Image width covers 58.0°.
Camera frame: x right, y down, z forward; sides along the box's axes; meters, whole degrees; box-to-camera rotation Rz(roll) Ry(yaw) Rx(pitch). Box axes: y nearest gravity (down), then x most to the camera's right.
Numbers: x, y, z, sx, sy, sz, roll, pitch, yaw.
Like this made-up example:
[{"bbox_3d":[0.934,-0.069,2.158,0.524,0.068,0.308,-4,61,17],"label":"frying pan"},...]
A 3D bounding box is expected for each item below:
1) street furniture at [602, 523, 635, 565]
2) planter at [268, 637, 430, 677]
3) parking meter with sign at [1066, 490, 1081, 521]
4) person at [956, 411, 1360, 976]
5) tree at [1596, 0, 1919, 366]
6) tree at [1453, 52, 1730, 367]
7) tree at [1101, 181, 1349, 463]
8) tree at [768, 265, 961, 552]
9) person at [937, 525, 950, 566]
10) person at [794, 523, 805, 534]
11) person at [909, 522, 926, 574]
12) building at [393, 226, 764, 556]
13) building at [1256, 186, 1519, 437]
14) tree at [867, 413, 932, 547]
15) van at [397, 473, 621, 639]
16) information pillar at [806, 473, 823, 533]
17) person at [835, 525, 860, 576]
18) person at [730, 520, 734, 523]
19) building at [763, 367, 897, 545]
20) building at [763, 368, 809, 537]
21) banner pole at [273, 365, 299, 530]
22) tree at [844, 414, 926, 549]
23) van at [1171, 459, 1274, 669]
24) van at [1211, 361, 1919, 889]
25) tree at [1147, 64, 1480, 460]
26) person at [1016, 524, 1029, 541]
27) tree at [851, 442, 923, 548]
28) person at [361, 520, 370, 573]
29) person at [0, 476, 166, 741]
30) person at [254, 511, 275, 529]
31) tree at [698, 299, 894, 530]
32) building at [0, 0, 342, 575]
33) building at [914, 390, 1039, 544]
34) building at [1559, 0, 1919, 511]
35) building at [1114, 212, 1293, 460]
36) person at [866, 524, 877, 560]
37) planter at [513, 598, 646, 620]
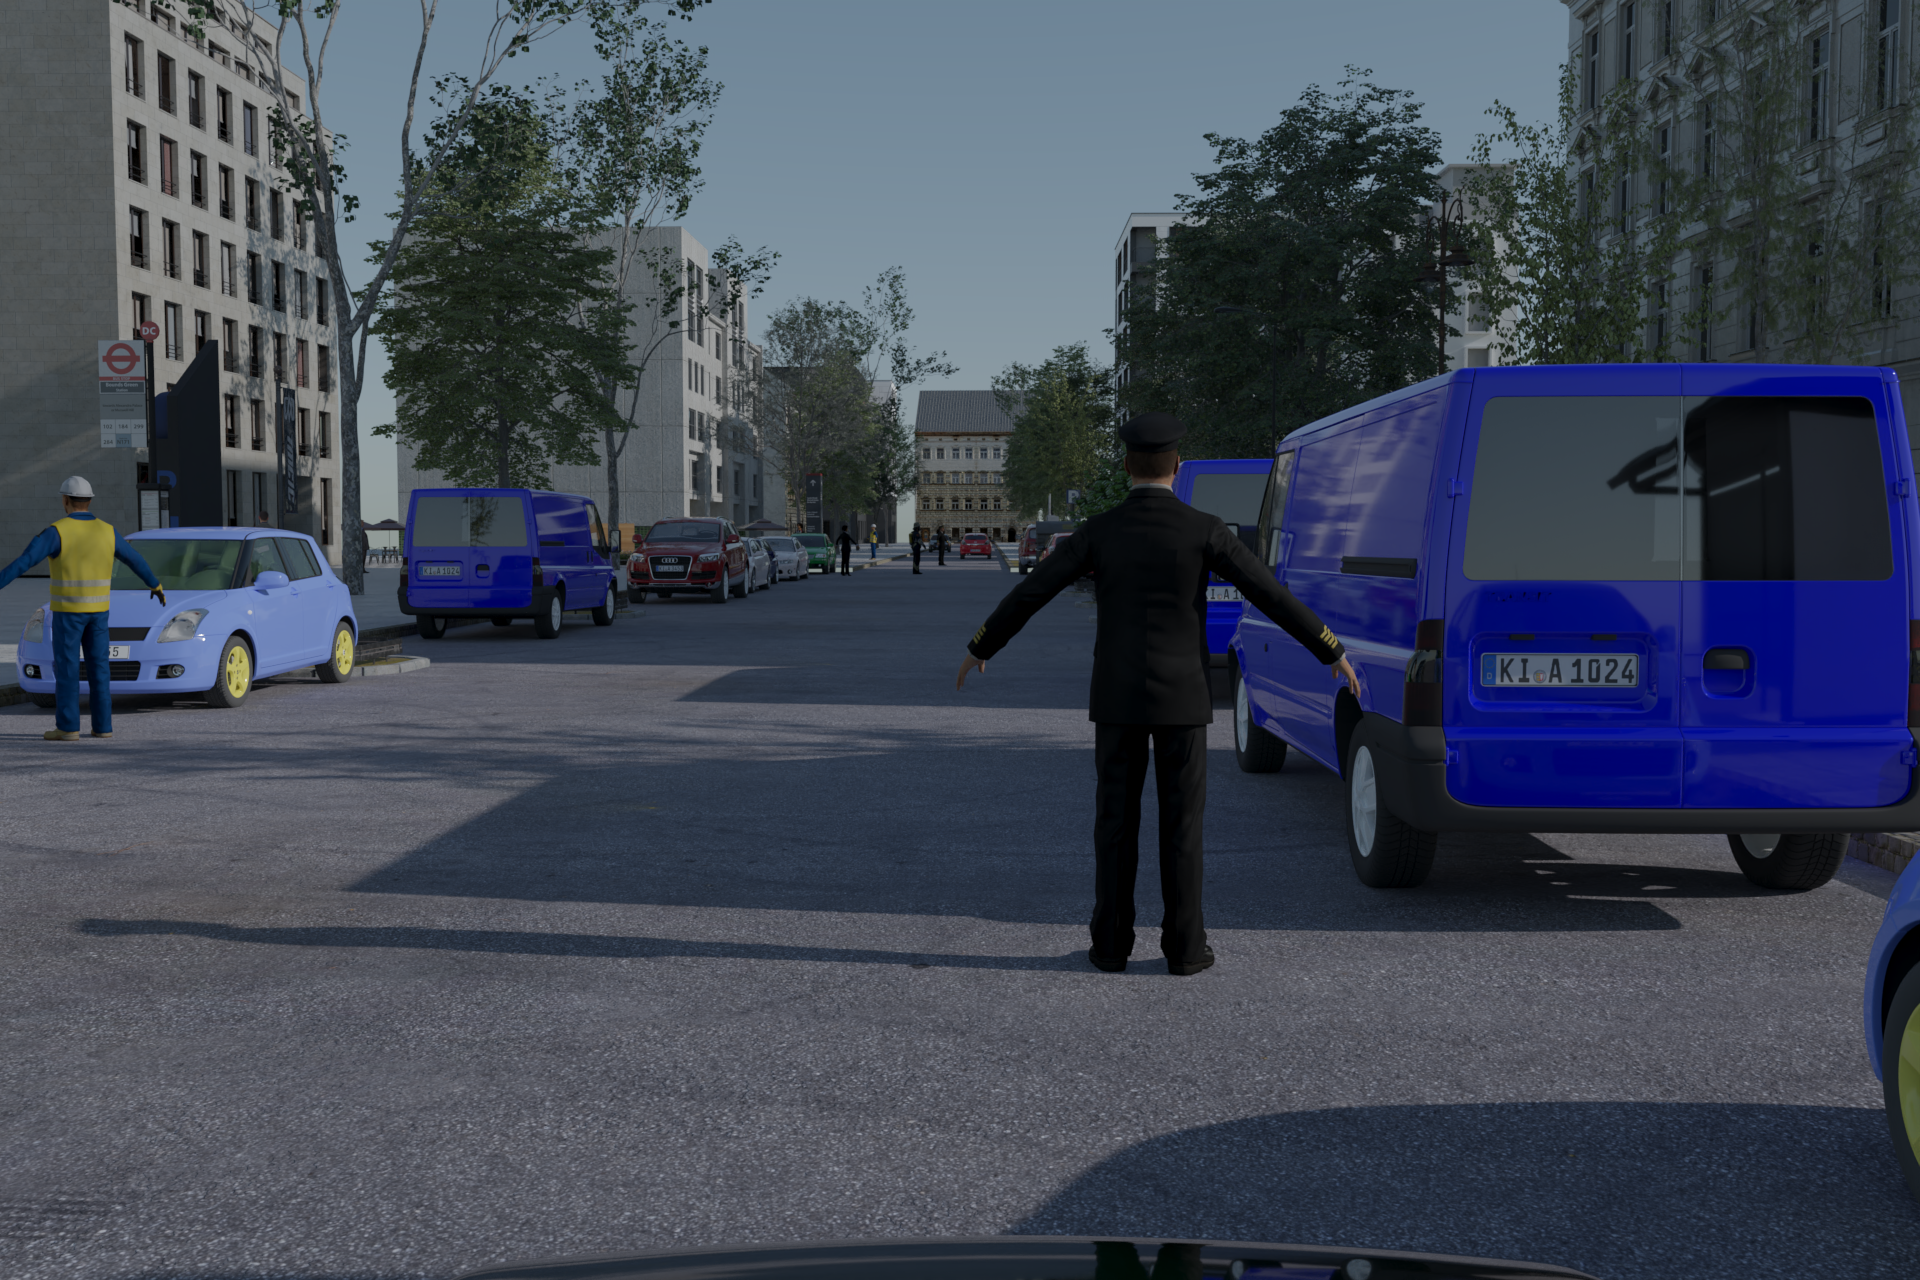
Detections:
[{"bbox_3d":[-15.257,-4.022,72.610,11.010,1.723,9.812,-2,4,-30],"label":"street furniture"},{"bbox_3d":[-6.747,0.174,18.299,1.991,0.319,1.994,0,4,2],"label":"planter"},{"bbox_3d":[4.449,-4.344,67.281,0.543,3.016,1.738,0,3,0],"label":"parking meter with sign"},{"bbox_3d":[0.632,0.164,5.711,1.347,1.837,0.705,1,4,11],"label":"person"},{"bbox_3d":[8.821,-4.216,19.299,4.360,8.622,3.978,0,3,0],"label":"tree"},{"bbox_3d":[9.697,-4.726,27.635,4.737,8.622,4.395,0,3,0],"label":"tree"},{"bbox_3d":[9.828,-9.653,64.482,9.857,13.997,8.962,0,3,0],"label":"tree"},{"bbox_3d":[-6.807,-16.274,121.962,12.611,20.169,13.585,0,3,0],"label":"tree"},{"bbox_3d":[-0.812,-4.306,78.803,0.705,1.837,1.347,1,4,22],"label":"person"},{"bbox_3d":[-7.858,-4.801,84.647,1.345,1.843,0.704,2,4,33],"label":"person"},{"bbox_3d":[-1.520,-3.266,61.634,0.705,1.856,1.354,-1,4,-20],"label":"person"},{"bbox_3d":[-23.804,-15.250,115.791,16.747,18.905,31.486,0,4,2],"label":"building"},{"bbox_3d":[22.467,-14.947,100.805,16.016,20.090,11.380,0,4,1],"label":"building"},{"bbox_3d":[-7.265,-15.831,169.198,12.009,13.543,11.850,0,3,0],"label":"tree"},{"bbox_3d":[-6.408,-1.280,25.317,2.240,2.365,5.245,0,4,1],"label":"van"},{"bbox_3d":[-6.237,-5.185,74.149,0.750,3.857,0.750,0,4,2],"label":"information pillar"},{"bbox_3d":[-3.863,-3.064,59.281,1.216,1.740,0.721,3,5,44],"label":"person"},{"bbox_3d":[-9.540,-4.061,72.164,0.705,1.858,1.354,0,4,-8],"label":"person"},{"bbox_3d":[-23.000,-23.463,227.587,27.936,21.610,32.646,0,4,1],"label":"building"},{"bbox_3d":[-27.035,-21.904,189.057,19.493,23.208,18.063,0,4,2],"label":"building"},{"bbox_3d":[-10.121,-2.204,26.048,0.401,3.779,0.863,0,4,1],"label":"banner pole"},{"bbox_3d":[-7.035,-13.453,145.705,9.928,11.665,9.643,0,3,0],"label":"tree"},{"bbox_3d":[2.625,-0.743,16.528,2.240,2.365,5.245,0,4,0],"label":"van"},{"bbox_3d":[2.586,-0.261,8.649,2.240,2.365,5.245,0,4,0],"label":"van"},{"bbox_3d":[9.639,-8.694,48.805,9.857,13.997,8.962,0,3,0],"label":"tree"},{"bbox_3d":[3.676,-5.298,92.803,1.347,1.806,0.705,-1,4,-9],"label":"person"},{"bbox_3d":[-7.353,-13.526,155.558,8.767,10.594,7.601,0,4,5],"label":"tree"},{"bbox_3d":[-19.490,-3.055,56.538,0.434,1.755,0.990,0,4,1],"label":"person"},{"bbox_3d":[-6.171,-0.226,12.118,0.705,1.833,1.349,3,4,37],"label":"person"},{"bbox_3d":[-14.400,-1.783,35.722,0.617,1.759,0.750,-3,4,-37],"label":"person"},{"bbox_3d":[-8.507,-11.061,91.214,12.009,13.543,11.850,0,3,0],"label":"tree"},{"bbox_3d":[-29.192,-12.483,57.984,10.420,20.400,16.860,0,4,1],"label":"building"},{"bbox_3d":[2.911,-26.251,262.596,18.063,23.208,19.493,0,4,3],"label":"building"},{"bbox_3d":[27.489,-15.840,35.401,17.030,29.872,44.131,0,4,1],"label":"building"},{"bbox_3d":[25.039,-17.281,126.519,27.936,21.610,32.646,0,4,1],"label":"building"},{"bbox_3d":[-4.407,-4.889,86.401,0.721,1.772,1.216,-2,4,-24],"label":"person"},{"bbox_3d":[-6.517,-0.537,29.926,1.991,0.319,1.994,0,4,1],"label":"planter"}]
